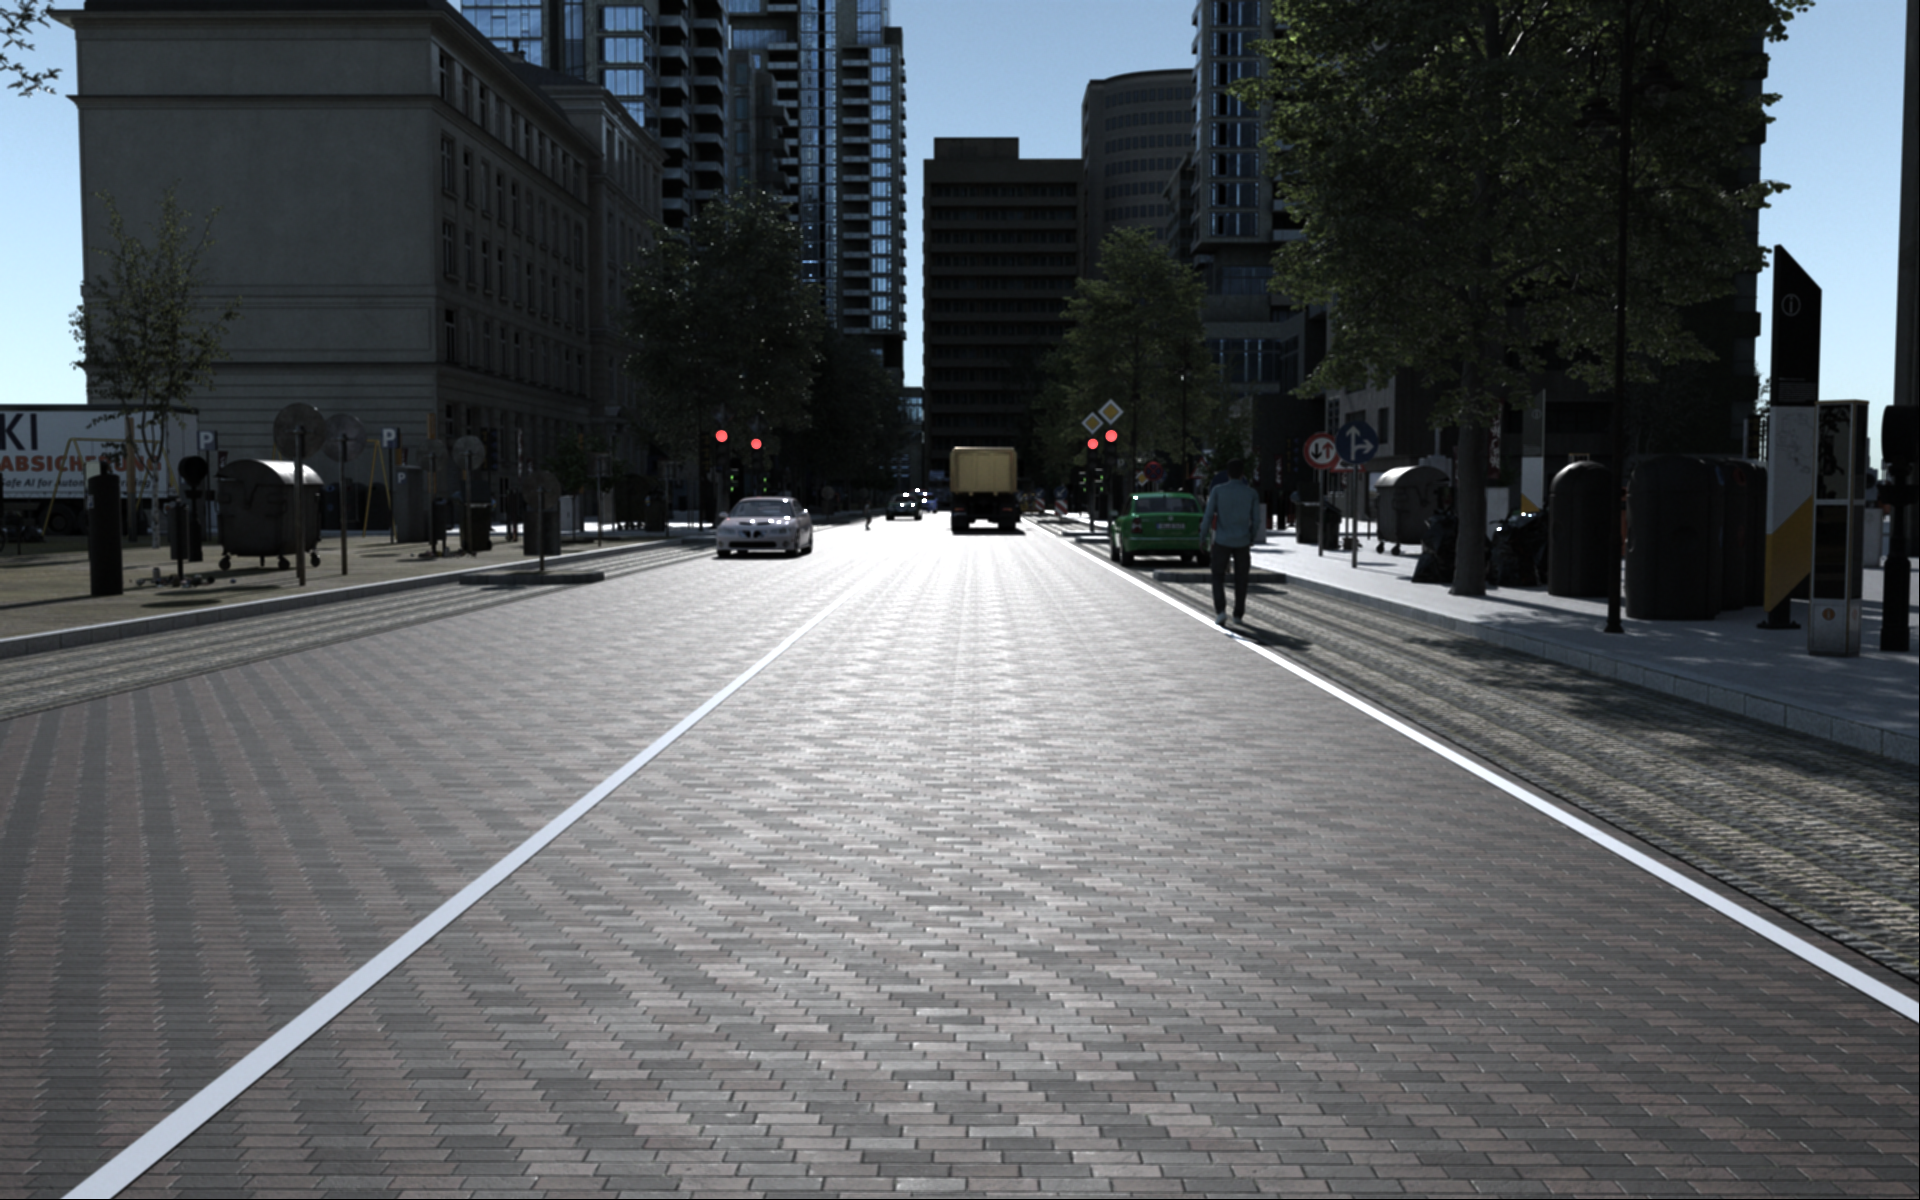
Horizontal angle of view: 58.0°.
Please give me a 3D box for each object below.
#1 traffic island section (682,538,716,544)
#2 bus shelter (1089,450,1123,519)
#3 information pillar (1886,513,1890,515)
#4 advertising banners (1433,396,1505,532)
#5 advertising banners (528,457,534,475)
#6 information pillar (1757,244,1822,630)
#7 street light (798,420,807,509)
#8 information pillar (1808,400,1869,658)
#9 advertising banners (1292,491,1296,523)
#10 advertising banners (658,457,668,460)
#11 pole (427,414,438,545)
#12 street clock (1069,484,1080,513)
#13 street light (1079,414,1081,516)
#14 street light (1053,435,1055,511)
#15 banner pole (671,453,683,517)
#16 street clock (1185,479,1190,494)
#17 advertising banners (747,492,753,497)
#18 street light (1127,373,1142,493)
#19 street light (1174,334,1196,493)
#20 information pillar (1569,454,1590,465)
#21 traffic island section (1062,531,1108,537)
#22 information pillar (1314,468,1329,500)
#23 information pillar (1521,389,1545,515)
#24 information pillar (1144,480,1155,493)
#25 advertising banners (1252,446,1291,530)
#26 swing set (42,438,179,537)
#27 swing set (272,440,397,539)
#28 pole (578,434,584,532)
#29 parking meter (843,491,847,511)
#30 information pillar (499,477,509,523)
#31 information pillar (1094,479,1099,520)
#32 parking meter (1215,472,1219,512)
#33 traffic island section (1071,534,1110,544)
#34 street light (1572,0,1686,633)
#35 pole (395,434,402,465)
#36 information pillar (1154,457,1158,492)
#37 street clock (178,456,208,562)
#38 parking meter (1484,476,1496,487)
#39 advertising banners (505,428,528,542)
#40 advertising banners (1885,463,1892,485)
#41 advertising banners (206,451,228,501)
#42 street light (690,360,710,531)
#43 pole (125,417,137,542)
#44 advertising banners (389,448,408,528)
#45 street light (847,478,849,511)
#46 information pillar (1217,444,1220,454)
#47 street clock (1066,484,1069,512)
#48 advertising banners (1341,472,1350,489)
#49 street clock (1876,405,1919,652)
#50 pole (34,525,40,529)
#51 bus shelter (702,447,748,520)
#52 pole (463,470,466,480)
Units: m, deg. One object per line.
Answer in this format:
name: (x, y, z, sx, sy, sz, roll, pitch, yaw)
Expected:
traffic island section: (-6.996, -1.768, 51.181, 2.009, 0.180, 2.903, 0, 4, 1)
bus shelter: (7.401, -6.026, 89.802, 1.731, 3.624, 6.357, 0, 4, 1)
information pillar: (62.089, -6.798, 115.633, 0.304, 2.012, 0.304, 3, 5, 42)
advertising banners: (8.995, -2.099, 30.514, 2.074, 3.025, 0.090, -3, 5, -40)
advertising banners: (-19.864, -5.280, 82.508, 0.090, 3.025, 2.074, 3, 4, 37)
information pillar: (7.887, -1.533, 16.424, 0.504, 3.616, 0.183, -1, 4, -14)
street light: (-8.493, -7.397, 93.723, 0.468, 5.910, 1.993, 0, 4, 1)
information pillar: (6.947, -0.563, 13.702, 0.304, 2.012, 0.304, -3, 5, -44)
advertising banners: (14.624, -4.903, 76.358, 2.074, 3.025, 0.090, -2, 4, -29)
advertising banners: (-14.856, -5.283, 82.565, 2.074, 3.025, 0.090, 1, 4, 15)
pole: (-13.404, -3.066, 43.973, 0.158, 3.312, 0.155, 0, 3, 0)
street clock: (7.998, -7.004, 119.084, 0.471, 2.002, 0.358, -2, 4, -33)
street light: (6.929, -7.757, 99.614, 0.468, 5.910, 1.993, 0, 4, 1)
street light: (7.300, -9.840, 133.672, 0.468, 5.910, 1.993, 0, 4, 1)
banner pole: (-15.893, -6.540, 96.939, 0.863, 3.779, 0.401, -2, 4, -28)
street clock: (10.675, -4.717, 81.694, 0.358, 2.002, 0.471, 0, 4, 1)
advertising banners: (-15.274, -8.328, 132.350, 2.074, 3.025, 0.090, 0, 4, 4)
street light: (6.586, -5.663, 65.377, 0.468, 5.910, 1.993, 0, 4, 1)
street light: (6.486, -4.729, 50.114, 0.468, 5.910, 1.993, 0, 4, 1)
information pillar: (11.249, -1.653, 31.525, 0.304, 2.012, 0.304, 0, 4, 8)
traffic island section: (4.520, -2.249, 59.054, 2.009, 0.180, 2.903, 0, 4, 1)
information pillar: (10.055, -2.676, 48.241, 0.304, 2.012, 0.304, -1, 4, -15)
information pillar: (12.852, -2.904, 38.831, 0.504, 3.616, 0.183, 3, 5, 42)
information pillar: (9.506, -5.067, 87.329, 0.304, 2.012, 0.304, -2, 4, -35)
advertising banners: (11.241, -4.084, 62.954, 0.090, 3.025, 2.074, -2, 4, -28)
swing set: (-24.052, -3.184, 49.674, 2.862, 2.851, 3.119, 2, 4, 26)
swing set: (-18.010, -3.148, 49.093, 3.119, 2.851, 2.862, -3, 4, -37)
pole: (-12.764, -3.948, 58.390, 0.158, 3.312, 0.155, 0, 3, 0)
parking meter: (-8.752, -7.548, 131.817, 0.372, 1.533, 0.369, 0, 3, 0)
information pillar: (-19.890, -4.351, 75.635, 0.304, 2.012, 0.304, 3, 4, 37)
information pillar: (6.585, -4.896, 84.540, 0.304, 2.012, 0.304, -3, 5, -41)
parking meter: (6.857, -2.462, 45.959, 0.255, 1.863, 0.399, 1, 4, 13)
traffic island section: (4.445, -1.761, 51.069, 2.009, 0.180, 2.903, 0, 4, 1)
street light: (6.060, -2.635, 15.874, 0.468, 5.910, 1.993, 0, 4, 1)
pole: (-19.154, -3.994, 59.146, 0.158, 3.312, 0.155, 0, 3, 0)
information pillar: (12.499, -7.285, 110.466, 0.183, 3.616, 0.504, 3, 4, 37)
street clock: (-14.555, -1.734, 32.919, 0.358, 2.002, 0.471, 3, 5, 39)
parking meter: (15.702, -2.791, 51.351, 0.255, 1.863, 0.399, 0, 4, -4)
advertising banners: (-11.989, -3.081, 46.569, 0.090, 3.025, 2.074, -2, 4, -26)
advertising banners: (36.023, -4.258, 65.809, 2.074, 3.025, 0.090, 0, 4, -3)
advertising banners: (-30.193, -4.493, 69.640, 0.090, 3.025, 2.074, 1, 4, 23)
street light: (-8.971, -5.322, 59.798, 0.468, 5.910, 1.993, 0, 4, 1)
pole: (-22.094, -3.200, 46.163, 0.158, 3.312, 0.155, 0, 3, 0)
advertising banners: (-21.981, -4.281, 66.176, 2.074, 3.025, 0.090, 1, 4, 15)
street light: (-8.265, -9.472, 127.650, 0.468, 5.910, 1.993, 0, 4, 1)
information pillar: (10.321, -4.684, 67.932, 0.504, 3.616, 0.183, 0, 4, -2)
street clock: (7.682, -7.123, 121.027, 0.471, 2.002, 0.358, -1, 4, -8)
advertising banners: (19.531, -5.406, 84.570, 2.074, 3.025, 0.090, 1, 4, 21)
street clock: (7.658, -0.585, 14.130, 0.358, 2.002, 0.471, 3, 4, 37)
pole: (-33.760, -4.244, 63.239, 0.158, 3.312, 0.155, 0, 3, 0)
bus shelter: (-11.808, -5.887, 87.529, 1.731, 3.624, 6.357, 0, 4, 1)
pole: (-19.424, -4.538, 68.037, 0.158, 3.312, 0.155, 0, 3, 0)
